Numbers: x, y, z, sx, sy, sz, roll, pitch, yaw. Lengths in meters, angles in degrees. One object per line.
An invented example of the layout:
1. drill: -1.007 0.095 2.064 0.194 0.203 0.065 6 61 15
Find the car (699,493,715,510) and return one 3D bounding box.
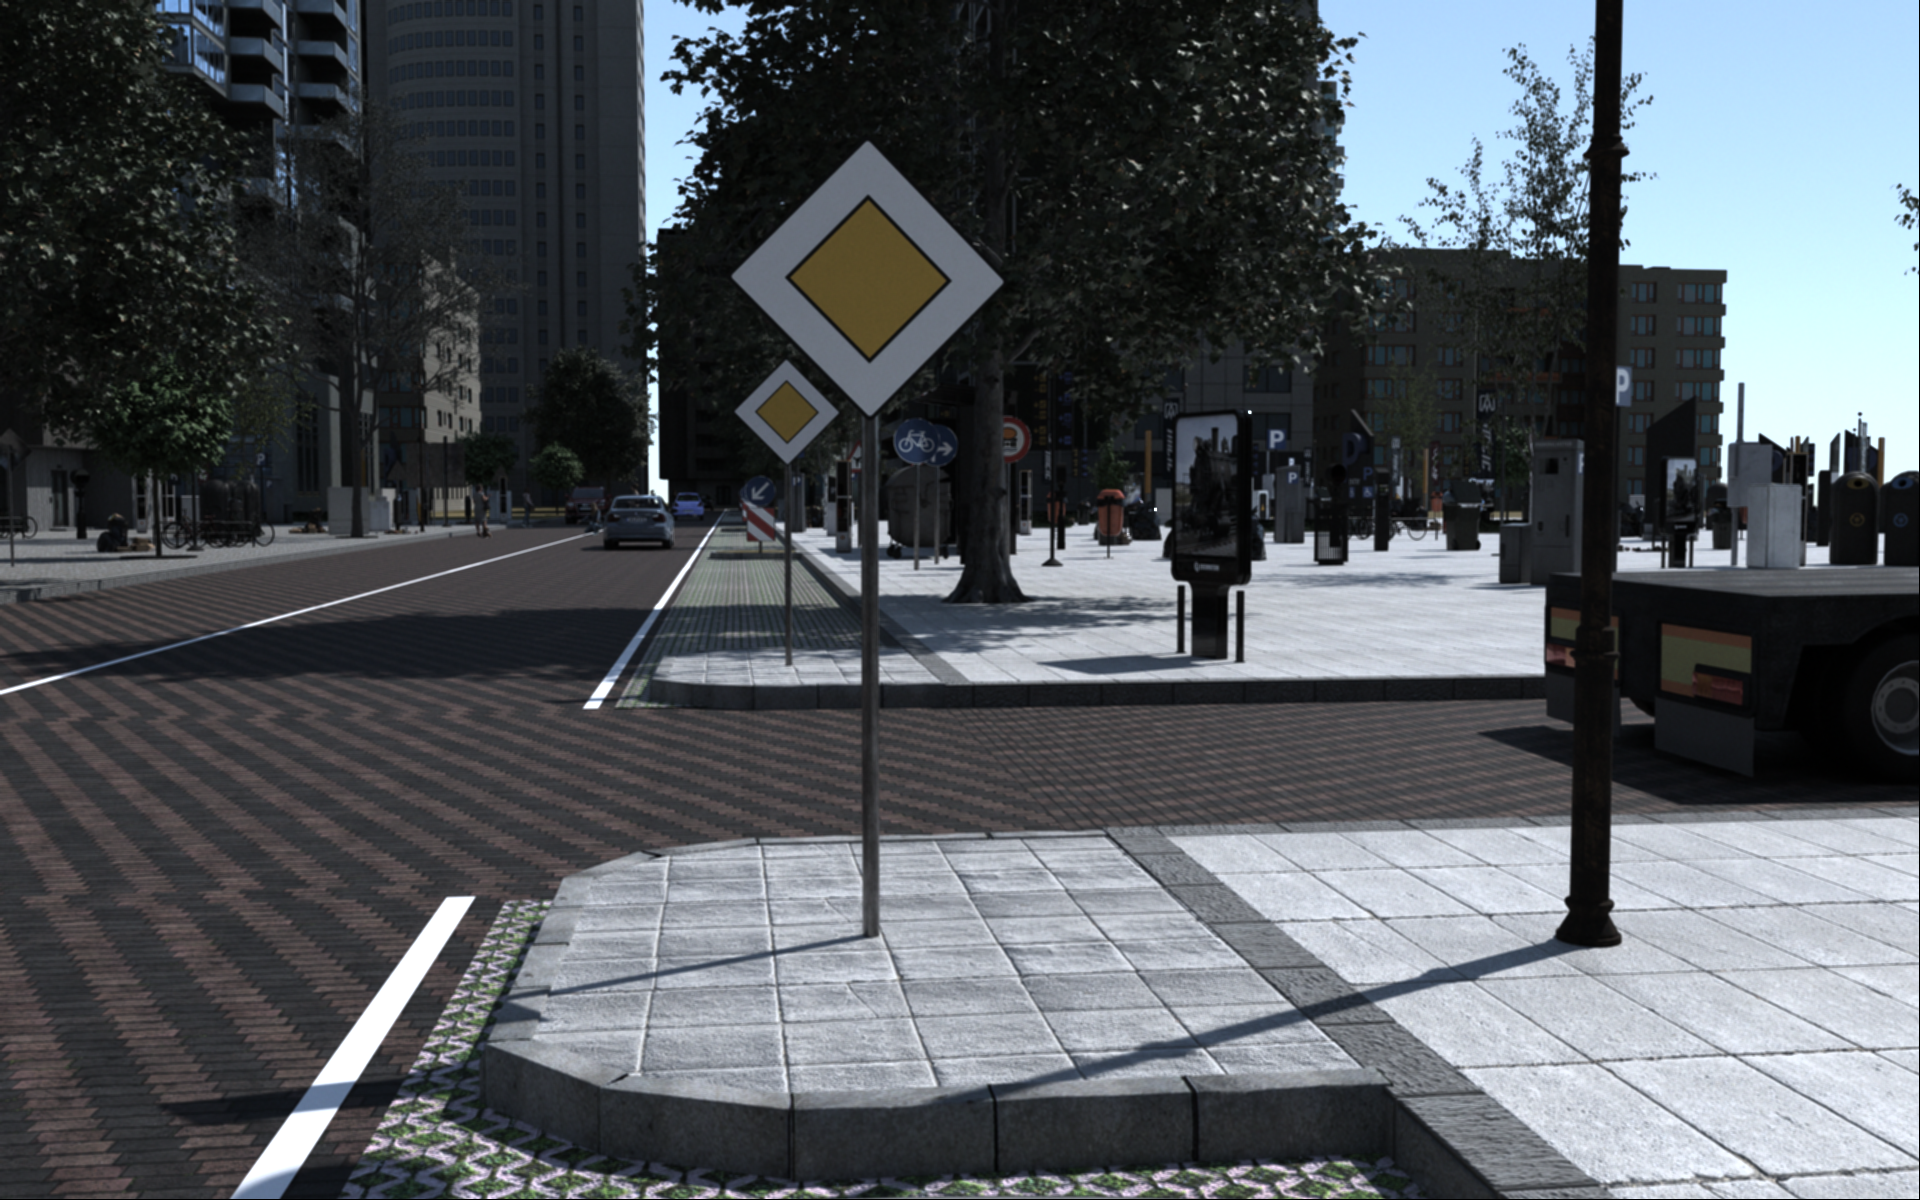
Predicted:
1. car: -22.553 -8.728 152.494 2.009 1.686 4.222 0 4 -7

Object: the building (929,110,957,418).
1. building: 4.477 -21.656 125.771 14.160 30.474 14.107 0 4 -7

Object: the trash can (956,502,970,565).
1. trash can: 0.306 -1.133 30.172 0.748 1.137 0.748 0 3 0

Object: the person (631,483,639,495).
1. person: -10.180 -2.760 53.962 0.374 1.781 0.599 -1 4 -19

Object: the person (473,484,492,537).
1. person: -16.036 -3.026 58.326 0.716 1.782 0.532 2 4 28

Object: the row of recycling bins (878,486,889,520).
1. row of recycling bins: -3.174 -4.909 87.372 1.069 1.692 3.534 2 4 25

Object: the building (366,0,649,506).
1. building: -48.343 -39.475 187.416 28.212 58.520 21.231 0 4 -7

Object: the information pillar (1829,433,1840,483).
1. information pillar: 33.295 -4.563 65.960 0.504 3.616 0.183 -2 4 -28

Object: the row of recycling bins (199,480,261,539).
1. row of recycling bins: -21.310 -2.667 50.725 1.069 1.692 3.534 0 4 -5

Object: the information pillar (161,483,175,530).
1. information pillar: -28.503 -3.538 62.331 0.304 2.012 0.304 2 4 33

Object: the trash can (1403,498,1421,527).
1. trash can: 17.807 -3.462 68.253 0.748 1.137 0.748 0 3 0

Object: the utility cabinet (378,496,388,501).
1. utility cabinet: -20.698 -3.121 62.188 0.306 1.237 1.020 -1 4 -17

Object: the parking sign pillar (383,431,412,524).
1. parking sign pillar: -24.016 -5.196 73.419 1.447 3.967 1.447 -2 4 -33

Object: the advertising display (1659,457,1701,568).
1. advertising display: 12.515 -1.527 30.174 0.974 1.923 0.123 -2 4 -35

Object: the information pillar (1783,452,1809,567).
1. information pillar: 14.839 -1.606 30.748 0.304 2.012 0.304 1 4 11

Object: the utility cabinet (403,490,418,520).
1. utility cabinet: -26.895 -4.668 84.999 0.318 1.500 1.173 1 4 22

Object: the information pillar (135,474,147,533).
1. information pillar: -26.771 -3.188 56.611 0.304 2.012 0.304 -2 4 -27

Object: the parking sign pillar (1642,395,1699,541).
1. parking sign pillar: 19.614 -3.624 47.721 1.447 3.967 1.447 3 5 40

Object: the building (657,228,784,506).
1. building: -25.593 -25.445 187.732 14.107 30.474 14.160 0 4 -7

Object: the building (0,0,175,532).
1. building: -36.852 -17.591 59.308 14.160 30.474 14.107 0 4 -7

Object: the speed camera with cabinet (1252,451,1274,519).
1. speed camera with cabinet: 13.899 -5.193 79.243 0.660 3.252 2.038 3 4 39

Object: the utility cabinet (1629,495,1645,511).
1. utility cabinet: 36.305 -4.977 92.528 1.020 1.237 0.306 2 4 26

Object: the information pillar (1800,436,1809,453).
1. information pillar: 34.150 -4.815 70.086 0.504 3.616 0.183 -2 4 -35

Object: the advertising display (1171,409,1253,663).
1. advertising display: 1.957 -0.509 13.542 0.123 1.923 0.974 -2 4 -24

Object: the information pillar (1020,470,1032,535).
1. information pillar: 2.045 -3.024 53.928 0.304 2.012 0.304 1 4 18

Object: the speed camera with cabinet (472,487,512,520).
1. speed camera with cabinet: -23.131 -5.577 85.520 0.660 3.252 2.038 2 4 35

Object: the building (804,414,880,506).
1. building: -4.098 -35.173 194.689 30.456 49.044 23.786 0 4 -7

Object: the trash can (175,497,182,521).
1. trash can: -35.364 -4.109 78.831 0.748 1.137 0.748 0 3 0

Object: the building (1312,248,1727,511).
1. building: 42.926 -18.380 145.545 28.899 21.520 27.650 0 4 -7

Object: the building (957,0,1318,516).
1. building: 9.058 -40.937 107.566 20.563 71.187 20.611 0 4 -7

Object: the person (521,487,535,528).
1. person: -18.584 -3.987 74.275 0.643 1.750 0.593 -3 5 -40

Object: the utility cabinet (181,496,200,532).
1. utility cabinet: -24.779 -2.766 56.385 1.020 1.237 0.306 -2 4 -26

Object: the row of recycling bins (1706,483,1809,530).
1. row of recycling bins: 28.485 -3.354 61.953 3.534 1.692 1.069 0 4 -1

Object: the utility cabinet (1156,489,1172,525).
1. utility cabinet: 8.494 -3.746 69.929 1.173 1.500 0.318 1 4 10

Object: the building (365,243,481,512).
1. building: -53.948 -17.674 134.008 28.899 21.520 27.650 0 4 -7

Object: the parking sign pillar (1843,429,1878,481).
1. parking sign pillar: 37.452 -5.105 71.937 1.447 3.967 1.447 1 4 11

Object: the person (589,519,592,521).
1. person: -19.500 -5.122 91.878 1.348 1.869 0.705 -1 4 -14

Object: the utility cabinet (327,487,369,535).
1. utility cabinet: -19.050 -2.768 53.932 1.173 1.500 0.318 -2 4 -29

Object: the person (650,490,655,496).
1. person: -20.624 -6.530 116.068 0.445 1.727 0.742 0 4 -1

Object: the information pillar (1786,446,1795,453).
1. information pillar: 40.649 -5.714 84.774 0.504 3.616 0.183 1 4 10

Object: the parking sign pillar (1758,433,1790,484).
1. parking sign pillar: 35.479 -5.334 75.690 1.447 3.967 1.447 -3 5 -42

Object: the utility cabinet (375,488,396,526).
1. utility cabinet: -22.873 -3.687 68.969 0.318 1.500 1.173 0 4 8

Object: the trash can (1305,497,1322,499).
1. trash can: 15.562 -3.956 76.340 0.748 1.137 0.748 0 3 0

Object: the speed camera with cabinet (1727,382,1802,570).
1. speed camera with cabinet: 13.969 -2.187 30.086 0.660 3.252 2.038 0 4 5

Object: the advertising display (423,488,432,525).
1. advertising display: -22.441 -4.120 72.577 0.974 1.923 0.123 3 5 41

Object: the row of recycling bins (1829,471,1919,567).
1. row of recycling bins: 17.159 -1.432 30.533 1.069 1.692 3.534 -3 4 -37

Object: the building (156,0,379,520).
1. building: -45.972 -47.965 96.900 22.319 86.520 31.000 0 4 -7

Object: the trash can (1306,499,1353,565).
1. trash can: 6.729 -1.207 31.380 0.748 1.137 0.748 0 3 0

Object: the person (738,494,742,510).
1. person: -18.938 -8.530 149.442 0.415 1.643 0.593 -1 4 -10

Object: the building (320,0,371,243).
1. building: -73.367 -45.549 182.973 20.611 71.187 20.563 0 4 -7

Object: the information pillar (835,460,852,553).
1. information pillar: -2.539 -2.039 37.822 0.304 2.012 0.304 0 4 7

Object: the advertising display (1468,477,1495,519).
1. advertising display: 19.448 -3.635 64.638 0.974 1.923 0.123 0 4 5

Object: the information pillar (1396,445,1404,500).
1. information pillar: 20.883 -5.560 82.267 0.504 3.616 0.183 -3 5 -43

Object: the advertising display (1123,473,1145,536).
1. advertising display: 5.326 -2.930 53.116 0.123 1.923 0.974 -2 4 -29

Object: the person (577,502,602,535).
1. person: -12.754 -2.827 60.228 0.738 1.151 1.012 -3 5 -42

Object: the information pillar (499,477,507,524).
1. information pillar: -19.655 -4.282 74.501 0.304 2.012 0.304 -1 4 -18

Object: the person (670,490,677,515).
1. person: -18.853 -6.457 114.794 0.721 1.735 1.217 -3 5 -42

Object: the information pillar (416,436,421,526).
1. information pillar: -21.940 -4.822 70.195 0.183 3.616 0.504 -2 4 -29

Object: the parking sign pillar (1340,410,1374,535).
1. parking sign pillar: 12.556 -4.048 54.652 1.447 3.967 1.447 -1 4 -16

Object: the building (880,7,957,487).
1. building: 4.808 -31.798 143.600 21.300 48.544 21.600 0 4 -7
